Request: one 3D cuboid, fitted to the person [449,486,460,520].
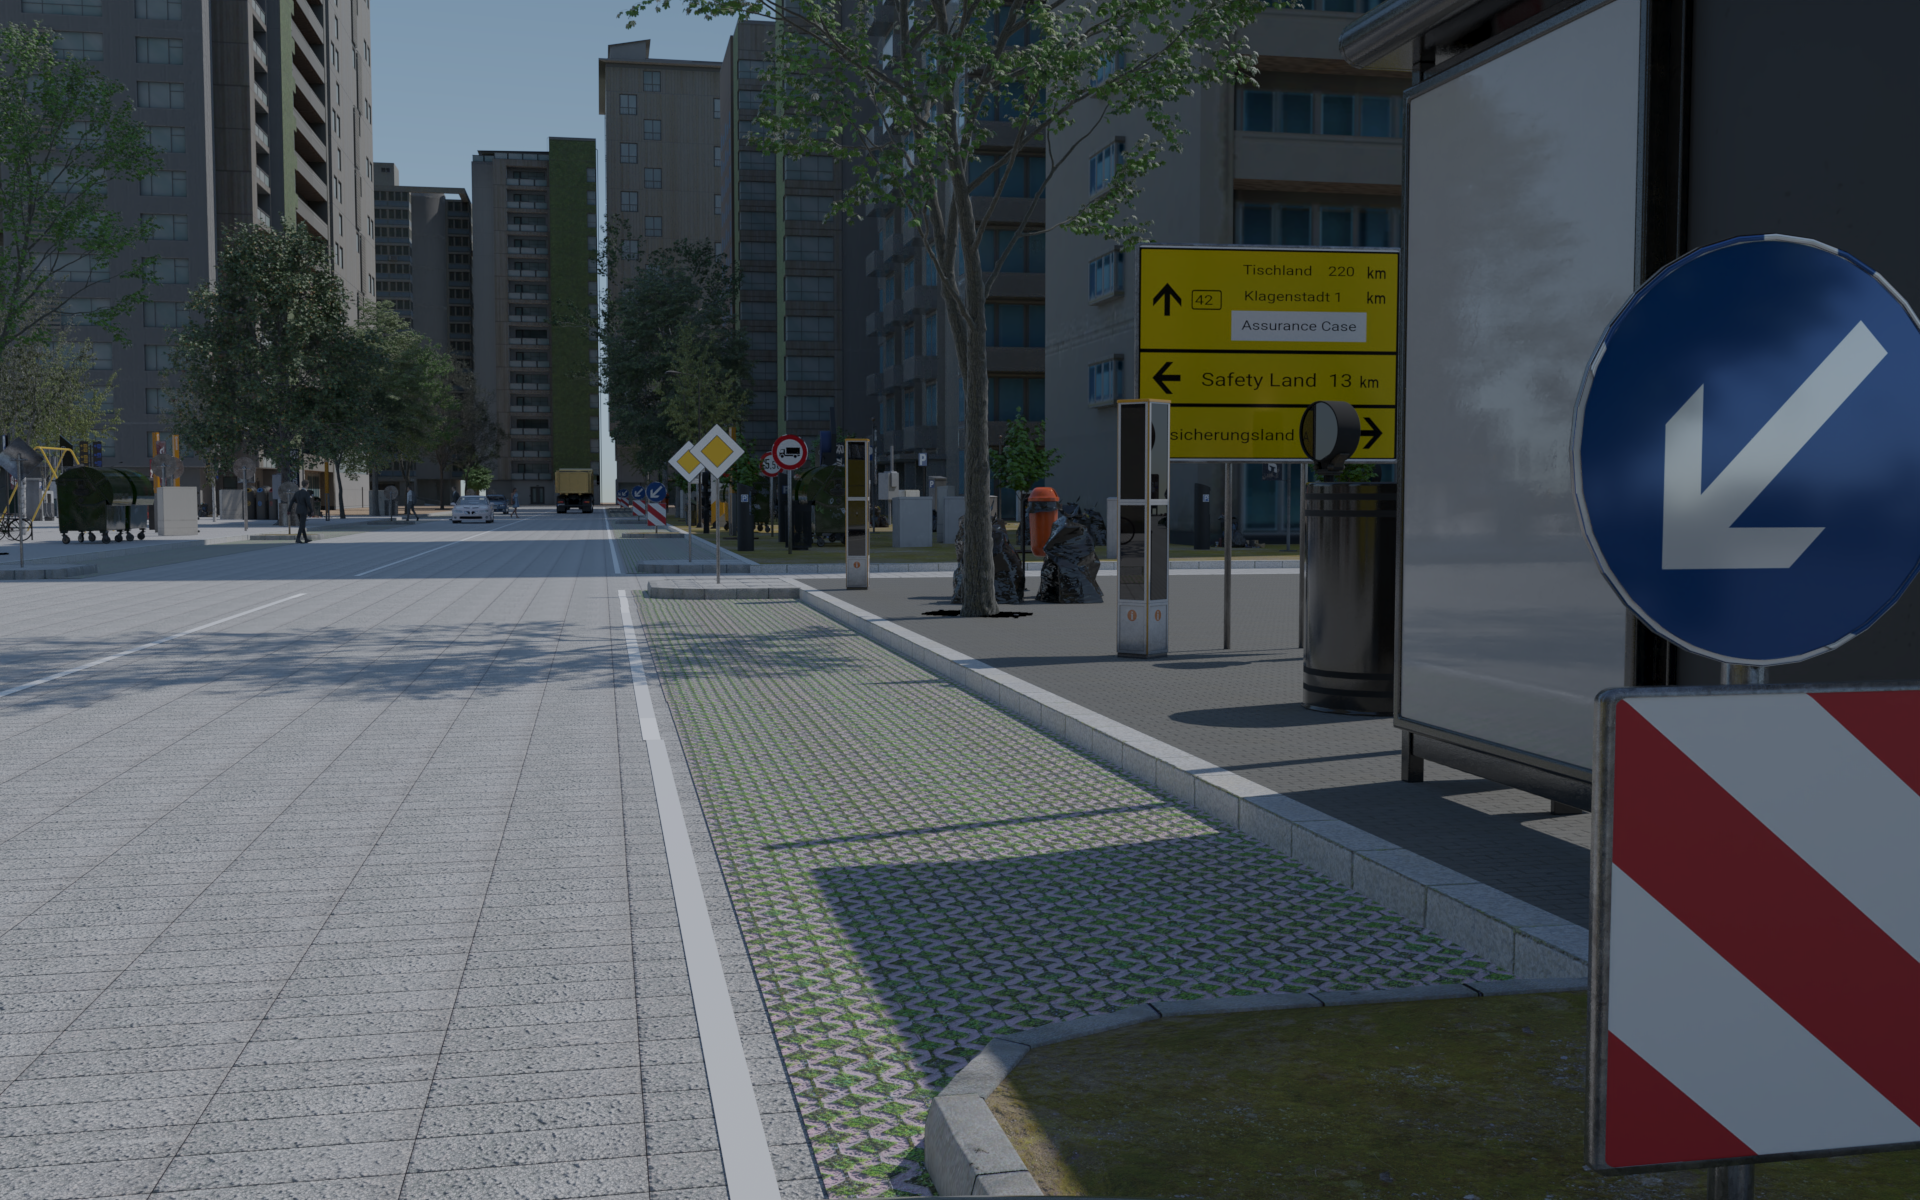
[{"bbox_3d":[-26.997,-5.155,92.566,0.755,1.850,0.659,-2,4,-32],"label":"person"}]

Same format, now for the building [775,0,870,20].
[{"bbox_3d":[-5.570,-26.524,117.268,14.154,41.232,14.086,-1,4,-12],"label":"building"}]

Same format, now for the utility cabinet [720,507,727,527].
[{"bbox_3d":[-8.746,-3.541,66.572,1.173,1.500,0.318,-2,4,-25],"label":"utility cabinet"}]

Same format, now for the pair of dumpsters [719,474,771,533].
[{"bbox_3d":[-7.329,-3.481,59.415,1.574,2.255,4.437,-1,4,-12],"label":"pair of dumpsters"}]

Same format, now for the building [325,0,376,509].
[{"bbox_3d":[-66.268,-34.351,150.873,27.495,52.752,28.713,-1,4,-12],"label":"building"}]

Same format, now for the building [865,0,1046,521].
[{"bbox_3d":[6.957,-29.108,95.532,23.786,49.044,30.456,-1,4,-12],"label":"building"}]

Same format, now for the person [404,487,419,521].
[{"bbox_3d":[-28.910,-5.058,91.297,0.850,1.850,0.679,1,4,16],"label":"person"}]

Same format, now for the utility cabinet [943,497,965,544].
[{"bbox_3d":[0.081,-2.061,44.867,1.020,1.237,0.306,0,4,-4],"label":"utility cabinet"}]

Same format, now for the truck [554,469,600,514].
[{"bbox_3d":[-29.007,-8.243,130.696,3.469,3.379,9.791,-1,4,-10],"label":"truck"}]

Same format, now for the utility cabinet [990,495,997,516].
[{"bbox_3d":[0.896,-3.221,63.818,1.020,1.237,0.306,-3,4,-39],"label":"utility cabinet"}]

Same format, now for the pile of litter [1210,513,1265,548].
[{"bbox_3d":[6.690,-1.708,41.889,1.176,0.858,1.719,-1,4,-12],"label":"pile of litter"}]

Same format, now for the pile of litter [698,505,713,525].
[{"bbox_3d":[-10.370,-3.486,70.966,1.176,0.858,1.719,3,5,39],"label":"pile of litter"}]

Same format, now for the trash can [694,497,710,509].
[{"bbox_3d":[-11.538,-4.027,77.489,0.748,1.137,0.748,0,3,0],"label":"trash can"}]

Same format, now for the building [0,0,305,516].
[{"bbox_3d":[-49.409,-25.886,106.825,14.154,41.232,14.086,-1,4,-12],"label":"building"}]

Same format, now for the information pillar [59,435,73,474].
[{"bbox_3d":[-35.216,-4.706,68.297,0.504,3.616,0.183,0,4,-3],"label":"information pillar"}]

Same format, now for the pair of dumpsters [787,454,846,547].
[{"bbox_3d":[-3.367,-2.526,43.801,1.574,2.255,4.437,-1,4,-12],"label":"pair of dumpsters"}]

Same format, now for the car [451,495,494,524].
[{"bbox_3d":[-24.137,-4.497,85.895,2.083,1.381,4.827,-1,4,-13],"label":"car"}]

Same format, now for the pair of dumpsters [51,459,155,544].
[{"bbox_3d":[-22.848,-2.675,46.231,1.574,2.255,4.437,-1,4,-12],"label":"pair of dumpsters"}]

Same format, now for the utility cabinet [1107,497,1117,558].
[{"bbox_3d":[3.451,-1.431,34.556,1.020,1.237,0.306,1,4,13],"label":"utility cabinet"}]

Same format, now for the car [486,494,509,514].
[{"bbox_3d":[-33.179,-6.826,123.613,2.014,1.417,4.499,-1,4,-11],"label":"car"}]

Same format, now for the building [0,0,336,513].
[{"bbox_3d":[-57.654,-30.543,123.085,21.300,48.544,21.600,-1,4,-12],"label":"building"}]

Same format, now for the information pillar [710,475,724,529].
[{"bbox_3d":[-8.957,-4.435,63.873,0.504,3.616,0.183,1,4,9],"label":"information pillar"}]

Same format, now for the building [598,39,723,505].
[{"bbox_3d":[-29.786,-38.055,211.444,27.495,52.752,28.713,-1,4,-12],"label":"building"}]

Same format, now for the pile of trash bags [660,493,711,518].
[{"bbox_3d":[-15.435,-5.333,96.945,3.447,1.369,1.912,2,4,27],"label":"pile of trash bags"}]

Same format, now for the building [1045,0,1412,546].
[{"bbox_3d":[13.969,-26.305,53.787,21.600,48.544,21.300,-1,4,-12],"label":"building"}]

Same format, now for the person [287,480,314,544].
[{"bbox_3d":[-19.032,-2.567,50.250,0.659,1.850,0.755,2,4,27],"label":"person"}]

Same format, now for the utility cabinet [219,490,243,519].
[{"bbox_3d":[-36.801,-4.826,87.585,0.318,1.500,1.173,3,5,43],"label":"utility cabinet"}]

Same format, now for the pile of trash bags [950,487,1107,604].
[{"bbox_3d":[0.910,-0.734,21.747,1.912,1.369,3.447,0,4,7],"label":"pile of trash bags"}]

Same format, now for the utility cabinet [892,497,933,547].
[{"bbox_3d":[-1.157,-1.885,41.979,1.020,1.237,0.306,-3,4,-38],"label":"utility cabinet"}]

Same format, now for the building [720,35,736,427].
[{"bbox_3d":[-15.750,-31.701,168.425,14.600,45.320,14.200,-1,4,-12],"label":"building"}]

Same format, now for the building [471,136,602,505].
[{"bbox_3d":[-48.889,-31.624,200.642,14.086,41.232,14.154,-1,4,-12],"label":"building"}]

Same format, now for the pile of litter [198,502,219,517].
[{"bbox_3d":[-41.786,-5.041,96.386,1.176,0.858,1.719,0,4,5],"label":"pile of litter"}]

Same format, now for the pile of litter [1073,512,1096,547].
[{"bbox_3d":[2.613,-1.635,40.697,1.176,0.858,1.719,2,4,32],"label":"pile of litter"}]

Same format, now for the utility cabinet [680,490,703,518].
[{"bbox_3d":[-14.034,-5.003,90.473,1.173,1.500,0.318,-3,4,-38],"label":"utility cabinet"}]

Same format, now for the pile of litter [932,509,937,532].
[{"bbox_3d":[-0.777,-2.747,58.883,1.176,0.858,1.719,-1,4,-13],"label":"pile of litter"}]

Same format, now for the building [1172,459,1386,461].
[{"bbox_3d":[26.966,-19.983,171.768,28.899,21.520,27.650,-1,4,-12],"label":"building"}]

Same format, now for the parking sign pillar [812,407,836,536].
[{"bbox_3d":[-4.013,-3.946,52.989,1.447,3.967,1.447,0,4,-7],"label":"parking sign pillar"}]

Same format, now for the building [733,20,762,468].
[{"bbox_3d":[-13.166,-28.812,154.669,14.154,41.232,14.086,-1,4,-12],"label":"building"}]

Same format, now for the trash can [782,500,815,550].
[{"bbox_3d":[-3.694,-1.708,39.578,0.748,1.137,0.748,0,3,0],"label":"trash can"}]

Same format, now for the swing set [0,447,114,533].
[{"bbox_3d":[-30.526,-3.711,58.300,2.862,2.851,3.119,-1,4,-9],"label":"swing set"}]

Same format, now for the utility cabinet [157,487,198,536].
[{"bbox_3d":[-24.032,-2.722,53.176,0.318,1.500,1.173,2,4,30],"label":"utility cabinet"}]

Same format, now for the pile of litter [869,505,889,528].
[{"bbox_3d":[-3.433,-3.196,66.215,1.719,0.858,1.176,-2,4,-27],"label":"pile of litter"}]

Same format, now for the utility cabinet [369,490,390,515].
[{"bbox_3d":[-34.350,-5.738,102.493,1.173,1.500,0.318,0,4,-3],"label":"utility cabinet"}]

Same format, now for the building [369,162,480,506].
[{"bbox_3d":[-69.465,-31.400,205.270,23.993,40.220,32.217,-1,4,-12],"label":"building"}]

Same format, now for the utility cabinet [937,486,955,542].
[{"bbox_3d":[-0.390,-2.299,46.266,0.318,1.500,1.173,1,4,9],"label":"utility cabinet"}]

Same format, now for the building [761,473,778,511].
[{"bbox_3d":[0.340,-27.291,138.083,32.217,40.220,23.993,-1,4,-12],"label":"building"}]

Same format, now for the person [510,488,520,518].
[{"bbox_3d":[-26.697,-5.816,103.693,0.778,1.811,0.616,2,4,31],"label":"person"}]
